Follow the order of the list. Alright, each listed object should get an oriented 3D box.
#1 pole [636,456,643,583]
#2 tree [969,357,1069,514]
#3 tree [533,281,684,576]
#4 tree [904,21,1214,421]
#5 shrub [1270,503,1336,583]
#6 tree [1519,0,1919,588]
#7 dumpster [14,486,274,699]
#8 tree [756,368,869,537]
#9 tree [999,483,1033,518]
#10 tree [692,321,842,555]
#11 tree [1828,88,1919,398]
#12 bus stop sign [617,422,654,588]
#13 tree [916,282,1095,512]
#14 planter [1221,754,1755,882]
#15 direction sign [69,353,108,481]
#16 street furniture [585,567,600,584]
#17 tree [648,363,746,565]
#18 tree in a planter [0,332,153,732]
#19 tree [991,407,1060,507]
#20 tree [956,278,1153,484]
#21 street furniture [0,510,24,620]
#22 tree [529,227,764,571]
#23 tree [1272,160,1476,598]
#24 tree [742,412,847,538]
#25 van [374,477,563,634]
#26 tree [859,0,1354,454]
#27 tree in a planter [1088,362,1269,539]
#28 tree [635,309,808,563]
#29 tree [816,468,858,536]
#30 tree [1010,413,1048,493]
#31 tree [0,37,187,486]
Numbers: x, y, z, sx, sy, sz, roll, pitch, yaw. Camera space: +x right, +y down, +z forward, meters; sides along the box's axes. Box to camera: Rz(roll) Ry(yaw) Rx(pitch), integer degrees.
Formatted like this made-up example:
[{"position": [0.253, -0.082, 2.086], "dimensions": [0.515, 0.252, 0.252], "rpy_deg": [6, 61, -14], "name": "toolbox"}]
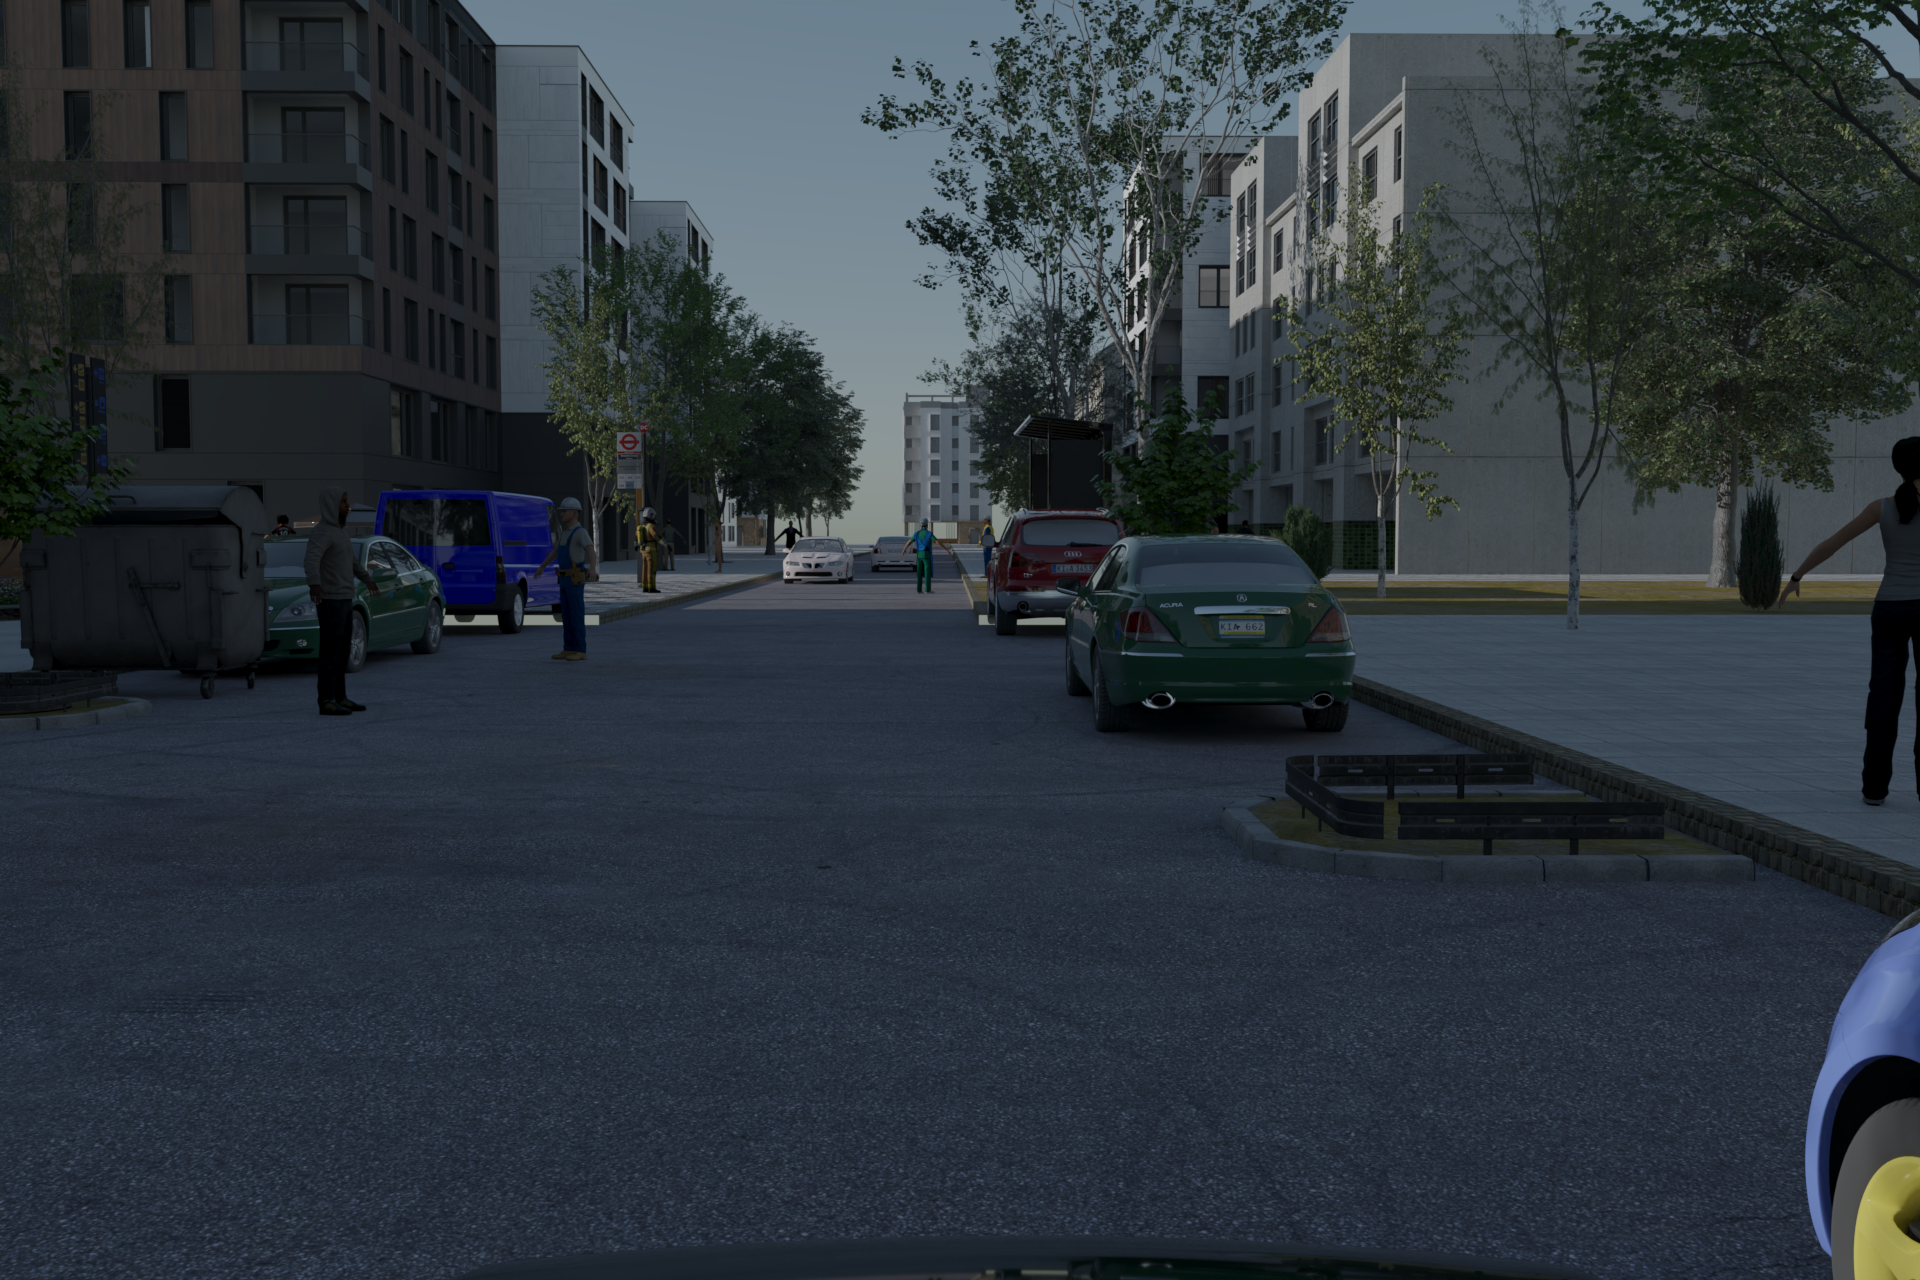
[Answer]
[{"position": [-8.345, -3.138, 45.156], "dimensions": [0.158, 3.312, 0.155], "rpy_deg": [0, 3, 0], "name": "pole"}, {"position": [4.039, -11.813, 111.266], "dimensions": [7.486, 12.596, 7.792], "rpy_deg": [0, 3, 0], "name": "tree"}, {"position": [-10.525, -6.136, 50.688], "dimensions": [4.737, 8.622, 4.395], "rpy_deg": [0, 3, 0], "name": "tree"}, {"position": [3.088, -12.916, 67.059], "dimensions": [12.611, 20.169, 13.585], "rpy_deg": [0, 3, 0], "name": "tree"}, {"position": [8.041, -2.263, 41.035], "dimensions": [1.661, 2.075, 1.752], "rpy_deg": [0, 3, 0], "name": "shrub"}, {"position": [18.492, -8.252, 41.583], "dimensions": [9.857, 13.997, 8.962], "rpy_deg": [0, 3, 0], "name": "tree"}, {"position": [-7.260, -0.444, 15.475], "dimensions": [1.865, 1.857, 1.264], "rpy_deg": [0, 4, -1], "name": "dumpster"}, {"position": [-11.773, -13.842, 132.969], "dimensions": [9.857, 13.997, 8.962], "rpy_deg": [0, 3, 0], "name": "tree"}, {"position": [8.482, -17.451, 219.740], "dimensions": [7.601, 10.594, 8.767], "rpy_deg": [0, 4, 3], "name": "tree"}, {"position": [-11.554, -12.131, 104.992], "dimensions": [9.857, 13.997, 8.962], "rpy_deg": [0, 3, 0], "name": "tree"}, {"position": [16.087, -4.753, 28.080], "dimensions": [4.737, 8.622, 4.395], "rpy_deg": [0, 3, 0], "name": "tree"}, {"position": [-7.754, -3.225, 41.436], "dimensions": [0.855, 3.939, 0.416], "rpy_deg": [0, 4, 1], "name": "bus stop sign"}, {"position": [2.987, -16.890, 132.033], "dimensions": [12.611, 20.169, 13.585], "rpy_deg": [0, 3, 0], "name": "tree"}, {"position": [2.280, 0.796, 8.125], "dimensions": [1.991, 0.319, 1.994], "rpy_deg": [0, 4, -1], "name": "planter"}, {"position": [-11.100, -1.844, 22.140], "dimensions": [0.379, 3.537, 0.876], "rpy_deg": [0, 4, -1], "name": "direction sign"}, {"position": [-14.342, -1.717, 43.696], "dimensions": [10.072, 0.657, 5.734], "rpy_deg": [0, 4, -5], "name": "street furniture"}, {"position": [-10.487, -7.374, 70.921], "dimensions": [4.737, 8.622, 4.395], "rpy_deg": [0, 3, 0], "name": "tree"}, {"position": [-7.479, -0.986, 13.342], "dimensions": [1.991, 3.239, 1.994], "rpy_deg": [0, 4, 0], "name": "tree in a planter"}, {"position": [3.867, -8.705, 92.690], "dimensions": [4.737, 8.622, 4.395], "rpy_deg": [0, 3, 0], "name": "tree"}, {"position": [4.764, -10.554, 82.921], "dimensions": [12.009, 13.543, 11.850], "rpy_deg": [0, 3, 0], "name": "tree"}, {"position": [-16.470, -1.245, 27.217], "dimensions": [11.010, 1.723, 9.812], "rpy_deg": [2, 4, 25], "name": "street furniture"}, {"position": [-10.664, -8.224, 60.220], "dimensions": [9.928, 11.665, 9.643], "rpy_deg": [0, 3, 0], "name": "tree"}, {"position": [8.298, -5.120, 34.069], "dimensions": [4.737, 8.622, 4.395], "rpy_deg": [0, 3, 0], "name": "tree"}, {"position": [-11.223, -11.333, 119.702], "dimensions": [7.601, 10.594, 8.767], "rpy_deg": [1, 4, 22], "name": "tree"}, {"position": [-7.279, -1.354, 26.521], "dimensions": [2.240, 2.365, 5.245], "rpy_deg": [0, 4, -1], "name": "van"}, {"position": [4.046, -11.825, 49.233], "dimensions": [12.611, 20.169, 13.585], "rpy_deg": [0, 3, 0], "name": "tree"}, {"position": [2.237, -1.273, 18.042], "dimensions": [1.991, 3.239, 1.994], "rpy_deg": [0, 4, -1], "name": "tree in a planter"}, {"position": [-10.719, -9.278, 77.451], "dimensions": [9.928, 11.665, 9.643], "rpy_deg": [0, 3, 0], "name": "tree"}, {"position": [-16.903, -17.958, 219.372], "dimensions": [9.928, 11.665, 9.643], "rpy_deg": [0, 3, 0], "name": "tree"}, {"position": [4.399, -9.163, 100.172], "dimensions": [4.360, 8.622, 3.978], "rpy_deg": [0, 3, 0], "name": "tree"}, {"position": [-13.872, -4.669, 26.695], "dimensions": [4.360, 8.622, 3.978], "rpy_deg": [0, 3, 0], "name": "tree"}]
